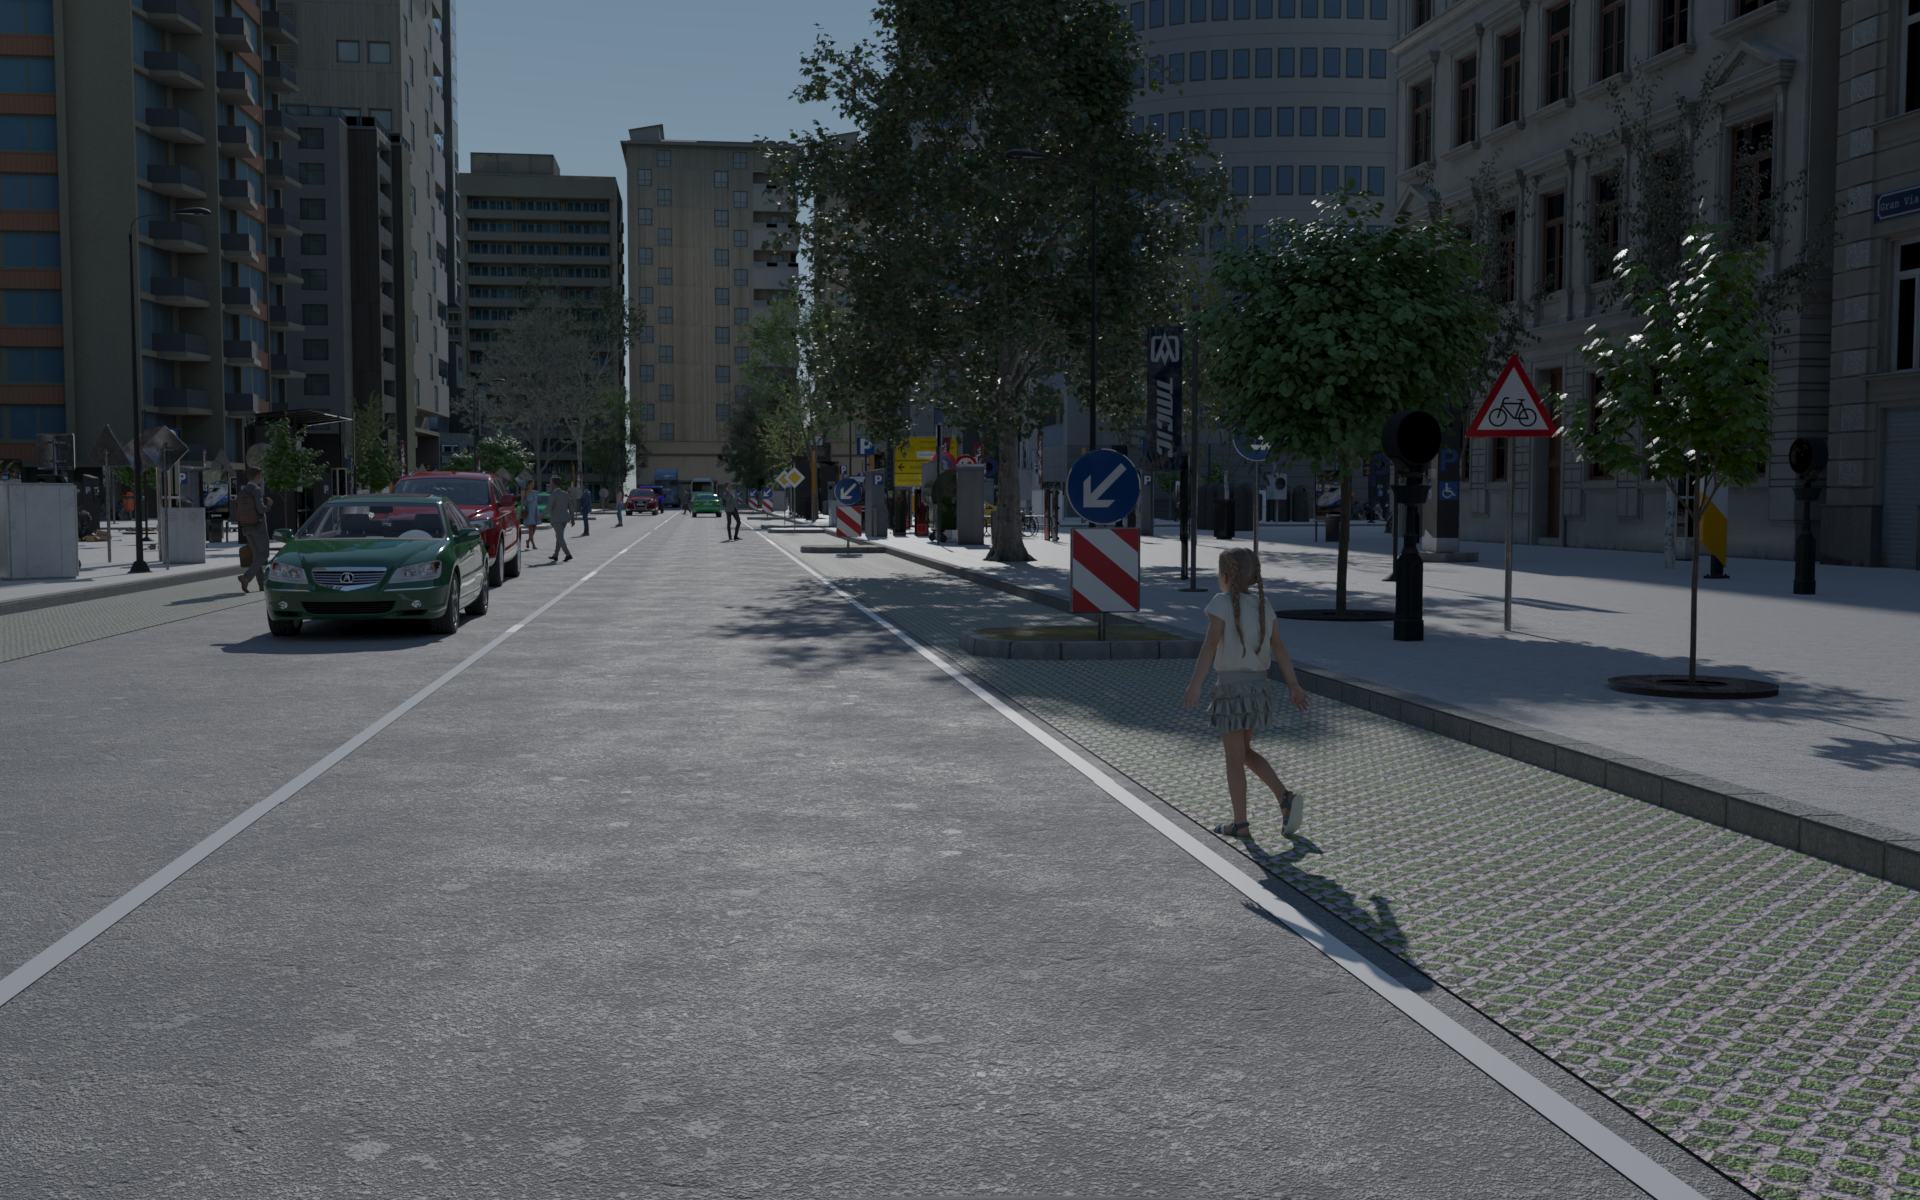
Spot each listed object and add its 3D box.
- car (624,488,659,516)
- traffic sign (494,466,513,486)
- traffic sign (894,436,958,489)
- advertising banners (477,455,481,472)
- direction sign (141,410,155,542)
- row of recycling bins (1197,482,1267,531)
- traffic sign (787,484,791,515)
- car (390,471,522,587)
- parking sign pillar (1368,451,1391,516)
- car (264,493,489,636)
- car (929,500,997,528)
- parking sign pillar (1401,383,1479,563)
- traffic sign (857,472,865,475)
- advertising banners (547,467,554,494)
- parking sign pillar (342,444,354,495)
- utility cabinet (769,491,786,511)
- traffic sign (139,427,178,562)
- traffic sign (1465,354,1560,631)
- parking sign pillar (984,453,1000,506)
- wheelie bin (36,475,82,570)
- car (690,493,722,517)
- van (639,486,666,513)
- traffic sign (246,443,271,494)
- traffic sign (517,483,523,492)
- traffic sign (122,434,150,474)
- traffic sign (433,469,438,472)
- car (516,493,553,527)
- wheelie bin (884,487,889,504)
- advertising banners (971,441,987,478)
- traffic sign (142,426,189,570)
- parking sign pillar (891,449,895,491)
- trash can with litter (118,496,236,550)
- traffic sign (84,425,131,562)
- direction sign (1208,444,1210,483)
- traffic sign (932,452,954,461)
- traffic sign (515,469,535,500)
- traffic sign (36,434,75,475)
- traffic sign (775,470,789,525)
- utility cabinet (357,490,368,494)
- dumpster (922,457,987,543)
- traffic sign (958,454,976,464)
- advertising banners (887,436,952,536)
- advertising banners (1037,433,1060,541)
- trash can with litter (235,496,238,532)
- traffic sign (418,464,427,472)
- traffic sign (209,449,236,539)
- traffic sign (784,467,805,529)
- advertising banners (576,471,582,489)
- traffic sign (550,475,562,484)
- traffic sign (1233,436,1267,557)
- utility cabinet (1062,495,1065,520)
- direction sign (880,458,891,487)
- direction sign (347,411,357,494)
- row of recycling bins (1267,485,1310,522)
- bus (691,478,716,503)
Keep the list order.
[{"bbox_3d":[-21.485,-6.628,117.042,2.281,1.827,5.304,0,4,-8],"label":"car"},{"bbox_3d":[-16.493,-3.596,62.438,0.795,2.450,0.064,-1,4,-8],"label":"traffic sign"},{"bbox_3d":[-1.190,-4.087,60.702,2.265,3.308,0.079,0,4,-2],"label":"traffic sign"},{"bbox_3d":[-21.112,-4.928,76.768,0.090,3.025,2.074,-2,4,-29],"label":"advertising banners"},{"bbox_3d":[-22.028,-3.353,46.813,0.379,3.537,0.876,-2,4,-30],"label":"direction sign"},{"bbox_3d":[9.423,-3.317,61.347,1.069,1.692,3.534,-1,4,-19],"label":"row of recycling bins"},{"bbox_3d":[-10.258,-6.272,104.672,0.606,2.300,0.079,0,4,-7],"label":"traffic sign"},{"bbox_3d":[-8.370,-1.202,28.325,2.281,1.827,5.304,-1,4,-9],"label":"car"},{"bbox_3d":[21.546,-6.123,88.576,1.447,3.967,1.447,1,4,14],"label":"parking sign pillar"},{"bbox_3d":[-6.304,-0.446,19.084,2.131,1.459,4.920,-1,4,-9],"label":"car"},{"bbox_3d":[0.366,-3.613,69.289,3.980,1.641,2.015,0,4,-7],"label":"car"},{"bbox_3d":[9.184,-2.726,33.044,1.447,3.967,1.447,0,4,3],"label":"parking sign pillar"},{"bbox_3d":[-5.598,-6.084,99.581,0.768,2.556,0.104,0,4,-5],"label":"traffic sign"},{"bbox_3d":[-26.103,-6.988,110.443,0.090,3.025,2.074,0,4,-1],"label":"advertising banners"},{"bbox_3d":[-33.238,-6.459,94.081,1.447,3.967,1.447,-1,4,-12],"label":"parking sign pillar"},{"bbox_3d":[-15.092,-8.269,143.876,1.173,1.500,0.318,-1,4,-21],"label":"utility cabinet"},{"bbox_3d":[-15.162,-2.001,32.818,0.768,2.556,0.104,0,4,-6],"label":"traffic sign"},{"bbox_3d":[5.150,-0.992,16.218,0.884,2.594,0.081,0,4,-1],"label":"traffic sign"},{"bbox_3d":[1.557,-6.390,92.941,1.447,3.967,1.447,0,4,-4],"label":"parking sign pillar"},{"bbox_3d":[-14.904,-1.255,28.435,0.980,1.594,0.693,2,4,25],"label":"wheelie bin"},{"bbox_3d":[-15.858,-6.088,108.327,1.959,1.807,4.718,-1,4,-10],"label":"car"},{"bbox_3d":[-23.161,-7.676,129.883,2.240,2.365,5.245,-1,4,-10],"label":"van"},{"bbox_3d":[-17.389,-2.634,43.172,0.768,2.556,0.104,0,4,-7],"label":"traffic sign"},{"bbox_3d":[-27.916,-6.752,110.504,0.768,2.556,0.104,0,4,0],"label":"traffic sign"},{"bbox_3d":[-15.635,-1.948,33.029,0.795,2.450,0.064,0,4,-7],"label":"traffic sign"},{"bbox_3d":[-23.850,-4.749,78.836,0.795,2.450,0.064,0,4,-4],"label":"traffic sign"},{"bbox_3d":[-18.332,-4.064,75.247,1.959,1.807,4.718,-1,4,-9],"label":"car"},{"bbox_3d":[-3.329,-4.221,76.914,0.693,1.594,0.980,-1,4,-15],"label":"wheelie bin"},{"bbox_3d":[-0.063,-3.775,57.912,2.074,3.025,0.090,2,4,29],"label":"advertising banners"},{"bbox_3d":[-13.399,-1.715,29.224,0.795,2.450,0.064,0,4,1],"label":"traffic sign"},{"bbox_3d":[-3.669,-7.004,102.988,1.447,3.967,1.447,1,4,22],"label":"parking sign pillar"},{"bbox_3d":[-18.482,-1.801,40.508,1.678,1.210,2.233,1,4,16],"label":"trash can with litter"},{"bbox_3d":[-15.957,-1.983,32.428,0.884,2.594,0.081,0,4,0],"label":"traffic sign"},{"bbox_3d":[11.251,-5.274,78.219,0.379,3.537,0.876,0,4,4],"label":"direction sign"},{"bbox_3d":[-0.489,-3.170,51.929,0.768,2.556,0.104,0,4,-6],"label":"traffic sign"},{"bbox_3d":[-17.659,-4.079,70.338,0.795,2.450,0.064,-1,4,-8],"label":"traffic sign"},{"bbox_3d":[-15.295,-1.663,29.320,0.606,2.300,0.079,0,4,-4],"label":"traffic sign"},{"bbox_3d":[-7.274,-4.171,71.845,0.795,2.450,0.064,-1,4,-8],"label":"traffic sign"},{"bbox_3d":[-30.894,-4.948,89.571,0.318,1.500,1.173,0,4,-5],"label":"utility cabinet"},{"bbox_3d":[-0.145,-2.680,46.306,1.502,2.255,1.985,-1,4,-8],"label":"dumpster"},{"bbox_3d":[0.191,-3.403,55.744,0.768,2.556,0.104,0,4,-3],"label":"traffic sign"},{"bbox_3d":[-1.203,-3.479,53.071,2.074,3.025,0.090,2,4,23],"label":"advertising banners"},{"bbox_3d":[2.416,-3.153,47.745,0.090,3.025,2.074,-1,4,-13],"label":"advertising banners"},{"bbox_3d":[-24.092,-2.883,58.190,2.233,1.210,1.678,1,4,11],"label":"trash can with litter"},{"bbox_3d":[-22.911,-4.516,73.846,0.884,2.594,0.081,0,4,-3],"label":"traffic sign"},{"bbox_3d":[-21.274,-3.052,49.898,0.884,2.594,0.081,0,4,0],"label":"traffic sign"},{"bbox_3d":[-6.108,-3.688,63.945,0.795,2.450,0.064,-1,4,-8],"label":"traffic sign"},{"bbox_3d":[-30.111,-8.433,134.067,2.074,3.025,0.090,2,4,23],"label":"advertising banners"},{"bbox_3d":[-26.825,-7.027,114.991,0.768,2.556,0.104,0,4,-4],"label":"traffic sign"},{"bbox_3d":[4.564,-1.624,26.658,0.768,2.556,0.104,0,4,0],"label":"traffic sign"},{"bbox_3d":[4.735,-4.543,85.448,0.306,1.237,1.020,3,5,40],"label":"utility cabinet"},{"bbox_3d":[-4.643,-7.142,108.766,0.876,3.537,0.379,2,4,28],"label":"direction sign"},{"bbox_3d":[-16.701,-3.414,47.815,0.379,3.537,0.876,-1,4,-16],"label":"direction sign"},{"bbox_3d":[14.381,-4.465,80.108,3.534,1.692,1.069,1,4,11],"label":"row of recycling bins"},{"bbox_3d":[-30.913,-13.057,208.336,2.948,3.499,13.247,0,4,-8],"label":"bus"}]
